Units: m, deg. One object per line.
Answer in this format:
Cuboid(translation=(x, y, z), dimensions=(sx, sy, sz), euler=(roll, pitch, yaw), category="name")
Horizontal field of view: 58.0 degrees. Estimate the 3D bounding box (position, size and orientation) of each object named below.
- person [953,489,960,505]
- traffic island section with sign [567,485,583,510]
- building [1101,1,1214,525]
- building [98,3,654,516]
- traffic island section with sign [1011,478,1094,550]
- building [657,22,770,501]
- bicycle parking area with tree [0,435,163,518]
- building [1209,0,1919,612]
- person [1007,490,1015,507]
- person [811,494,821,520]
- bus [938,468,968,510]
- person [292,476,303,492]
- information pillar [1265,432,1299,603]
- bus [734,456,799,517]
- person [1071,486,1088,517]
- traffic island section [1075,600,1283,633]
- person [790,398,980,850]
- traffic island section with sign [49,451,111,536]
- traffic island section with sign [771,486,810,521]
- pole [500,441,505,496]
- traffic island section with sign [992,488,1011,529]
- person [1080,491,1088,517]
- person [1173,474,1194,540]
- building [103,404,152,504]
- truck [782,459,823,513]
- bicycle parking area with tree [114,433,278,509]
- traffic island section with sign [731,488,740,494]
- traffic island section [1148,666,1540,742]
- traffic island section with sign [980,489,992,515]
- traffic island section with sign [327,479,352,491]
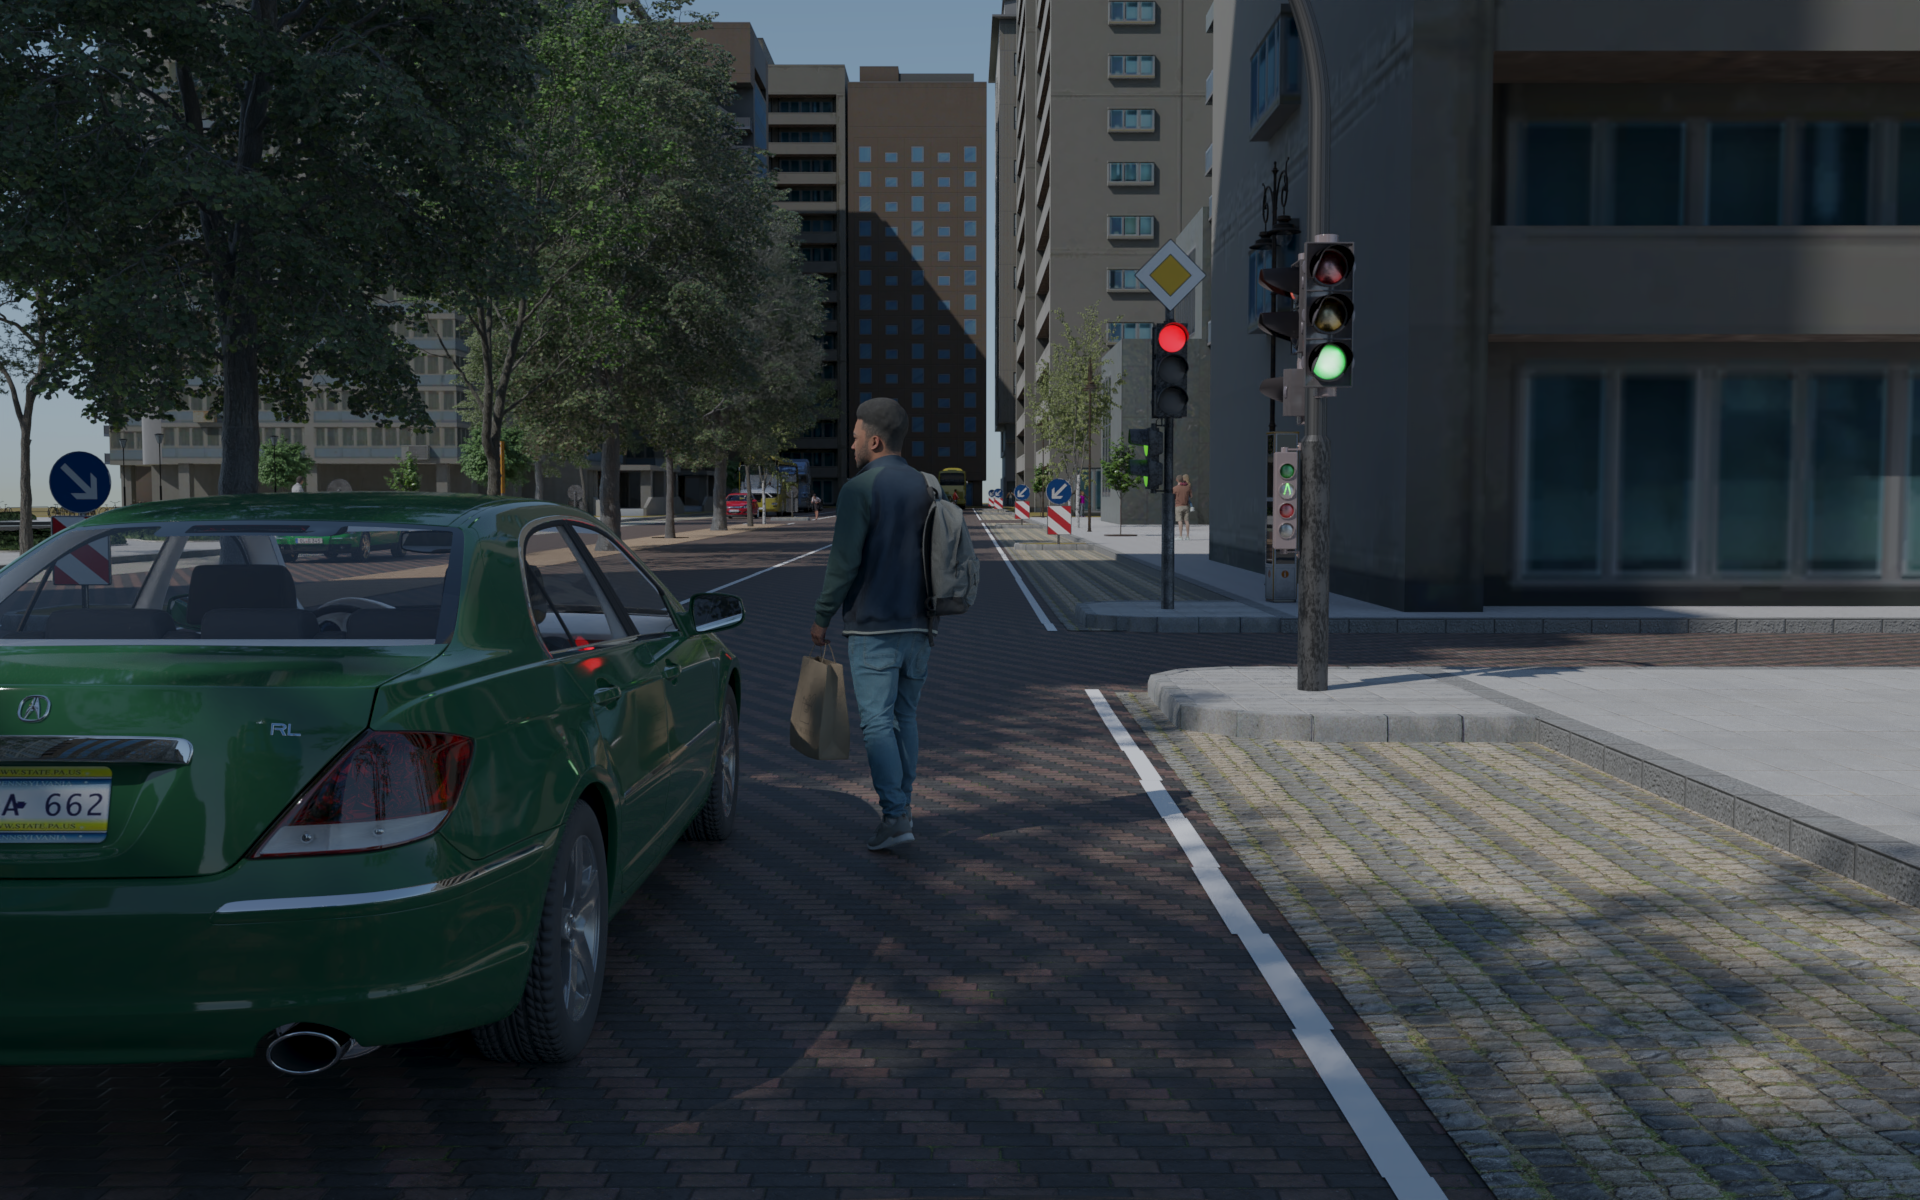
Cuboid(translation=(-0.325, -7.984, 139.000), dimensions=(0.705, 1.831, 1.348), euler=(-1, 4, -23), category="person")
Cuboid(translation=(-15.874, -3.828, 71.212), dimensions=(1.989, 1.847, 2.006), euler=(0, 3, 0), category="traffic island section with sign")
Cuboid(translation=(17.841, -45.981, 64.468), dimensions=(22.319, 86.520, 31.000), euler=(0, 3, 0), category="building")
Cuboid(translation=(-34.429, -25.389, 106.987), dimensions=(32.217, 40.220, 23.993), euler=(0, 3, 0), category="building")
Cuboid(translation=(2.405, -2.204, 44.666), dimensions=(1.989, 1.847, 2.006), euler=(0, 3, 0), category="traffic island section with sign")
Cuboid(translation=(-25.805, -31.367, 162.956), dimensions=(14.200, 45.320, 14.600), euler=(0, 3, 0), category="building")
Cuboid(translation=(-46.008, -6.296, 89.935), dimensions=(8.231, 4.147, 9.016), euler=(1, 4, 18), category="bicycle parking area with tree")
Cuboid(translation=(15.342, -24.723, 27.924), dimensions=(21.600, 48.544, 21.300), euler=(0, 3, 0), category="building")
Cuboid(translation=(5.093, -10.081, 171.585), dimensions=(1.217, 1.735, 0.721), euler=(3, 5, 40), category="person")
Cuboid(translation=(-8.108, -5.225, 97.114), dimensions=(0.628, 1.438, 0.799), euler=(-1, 4, -19), category="person")
Cuboid(translation=(-0.695, -10.512, 163.409), dimensions=(2.896, 3.916, 12.252), euler=(0, 4, 0), category="bus")
Cuboid(translation=(-20.671, -2.936, 53.892), dimensions=(0.795, 1.843, 0.661), euler=(-3, 4, -36), category="person")
Cuboid(translation=(3.812, -0.980, 20.519), dimensions=(0.304, 2.012, 0.304), euler=(-1, 4, -8), category="information pillar")
Cuboid(translation=(-12.358, -7.390, 112.375), dimensions=(2.896, 3.916, 12.252), euler=(0, 4, 1), category="bus")
Cuboid(translation=(6.711, -5.650, 98.552), dimensions=(1.348, 1.807, 0.705), euler=(0, 4, -2), category="person")
Cuboid(translation=(2.342, 0.179, 19.360), dimensions=(2.009, 0.180, 2.903), euler=(0, 3, 0), category="traffic island section")
Cuboid(translation=(-0.340, 0.086, 7.080), dimensions=(0.794, 1.824, 0.713), euler=(-1, 4, -21), category="person")
Cuboid(translation=(-9.342, -0.667, 19.046), dimensions=(2.006, 1.907, 1.989), euler=(0, 3, 0), category="traffic island section with sign")
Cuboid(translation=(-9.194, -5.263, 94.184), dimensions=(2.006, 1.907, 1.989), euler=(0, 3, 0), category="traffic island section with sign")
Cuboid(translation=(-17.701, -4.471, 66.939), dimensions=(0.158, 3.312, 0.155), euler=(0, 3, 0), category="pole")
Cuboid(translation=(2.459, -3.894, 72.293), dimensions=(1.989, 1.847, 2.006), euler=(0, 3, 0), category="traffic island section with sign")
Cuboid(translation=(6.851, -5.308, 96.049), dimensions=(0.599, 1.433, 0.991), euler=(3, 5, 44), category="person")
Cuboid(translation=(6.201, -2.570, 48.034), dimensions=(0.573, 1.828, 0.580), euler=(2, 4, 29), category="person")
Cuboid(translation=(-69.951, -31.295, 161.783), dimensions=(14.200, 45.320, 14.600), euler=(0, 3, 0), category="building")
Cuboid(translation=(-12.853, -9.148, 139.327), dimensions=(2.967, 4.110, 18.799), euler=(0, 4, -1), category="truck")
Cuboid(translation=(-35.801, -5.912, 83.661), dimensions=(8.231, 4.147, 9.016), euler=(-1, 4, -21), category="bicycle parking area with tree")
Cuboid(translation=(-15.756, -6.917, 121.714), dimensions=(1.989, 1.847, 2.006), euler=(0, 3, 0), category="traffic island section with sign")
Cuboid(translation=(2.325, 0.667, 11.375), dimensions=(2.009, 0.180, 2.903), euler=(0, 3, 0), category="traffic island section")
Cuboid(translation=(2.556, -6.885, 121.200), dimensions=(1.989, 1.847, 2.006), euler=(0, 3, 0), category="traffic island section with sign")
Cuboid(translation=(-15.920, -2.164, 44.007), dimensions=(1.989, 1.847, 2.006), euler=(0, 3, 0), category="traffic island section with sign")
